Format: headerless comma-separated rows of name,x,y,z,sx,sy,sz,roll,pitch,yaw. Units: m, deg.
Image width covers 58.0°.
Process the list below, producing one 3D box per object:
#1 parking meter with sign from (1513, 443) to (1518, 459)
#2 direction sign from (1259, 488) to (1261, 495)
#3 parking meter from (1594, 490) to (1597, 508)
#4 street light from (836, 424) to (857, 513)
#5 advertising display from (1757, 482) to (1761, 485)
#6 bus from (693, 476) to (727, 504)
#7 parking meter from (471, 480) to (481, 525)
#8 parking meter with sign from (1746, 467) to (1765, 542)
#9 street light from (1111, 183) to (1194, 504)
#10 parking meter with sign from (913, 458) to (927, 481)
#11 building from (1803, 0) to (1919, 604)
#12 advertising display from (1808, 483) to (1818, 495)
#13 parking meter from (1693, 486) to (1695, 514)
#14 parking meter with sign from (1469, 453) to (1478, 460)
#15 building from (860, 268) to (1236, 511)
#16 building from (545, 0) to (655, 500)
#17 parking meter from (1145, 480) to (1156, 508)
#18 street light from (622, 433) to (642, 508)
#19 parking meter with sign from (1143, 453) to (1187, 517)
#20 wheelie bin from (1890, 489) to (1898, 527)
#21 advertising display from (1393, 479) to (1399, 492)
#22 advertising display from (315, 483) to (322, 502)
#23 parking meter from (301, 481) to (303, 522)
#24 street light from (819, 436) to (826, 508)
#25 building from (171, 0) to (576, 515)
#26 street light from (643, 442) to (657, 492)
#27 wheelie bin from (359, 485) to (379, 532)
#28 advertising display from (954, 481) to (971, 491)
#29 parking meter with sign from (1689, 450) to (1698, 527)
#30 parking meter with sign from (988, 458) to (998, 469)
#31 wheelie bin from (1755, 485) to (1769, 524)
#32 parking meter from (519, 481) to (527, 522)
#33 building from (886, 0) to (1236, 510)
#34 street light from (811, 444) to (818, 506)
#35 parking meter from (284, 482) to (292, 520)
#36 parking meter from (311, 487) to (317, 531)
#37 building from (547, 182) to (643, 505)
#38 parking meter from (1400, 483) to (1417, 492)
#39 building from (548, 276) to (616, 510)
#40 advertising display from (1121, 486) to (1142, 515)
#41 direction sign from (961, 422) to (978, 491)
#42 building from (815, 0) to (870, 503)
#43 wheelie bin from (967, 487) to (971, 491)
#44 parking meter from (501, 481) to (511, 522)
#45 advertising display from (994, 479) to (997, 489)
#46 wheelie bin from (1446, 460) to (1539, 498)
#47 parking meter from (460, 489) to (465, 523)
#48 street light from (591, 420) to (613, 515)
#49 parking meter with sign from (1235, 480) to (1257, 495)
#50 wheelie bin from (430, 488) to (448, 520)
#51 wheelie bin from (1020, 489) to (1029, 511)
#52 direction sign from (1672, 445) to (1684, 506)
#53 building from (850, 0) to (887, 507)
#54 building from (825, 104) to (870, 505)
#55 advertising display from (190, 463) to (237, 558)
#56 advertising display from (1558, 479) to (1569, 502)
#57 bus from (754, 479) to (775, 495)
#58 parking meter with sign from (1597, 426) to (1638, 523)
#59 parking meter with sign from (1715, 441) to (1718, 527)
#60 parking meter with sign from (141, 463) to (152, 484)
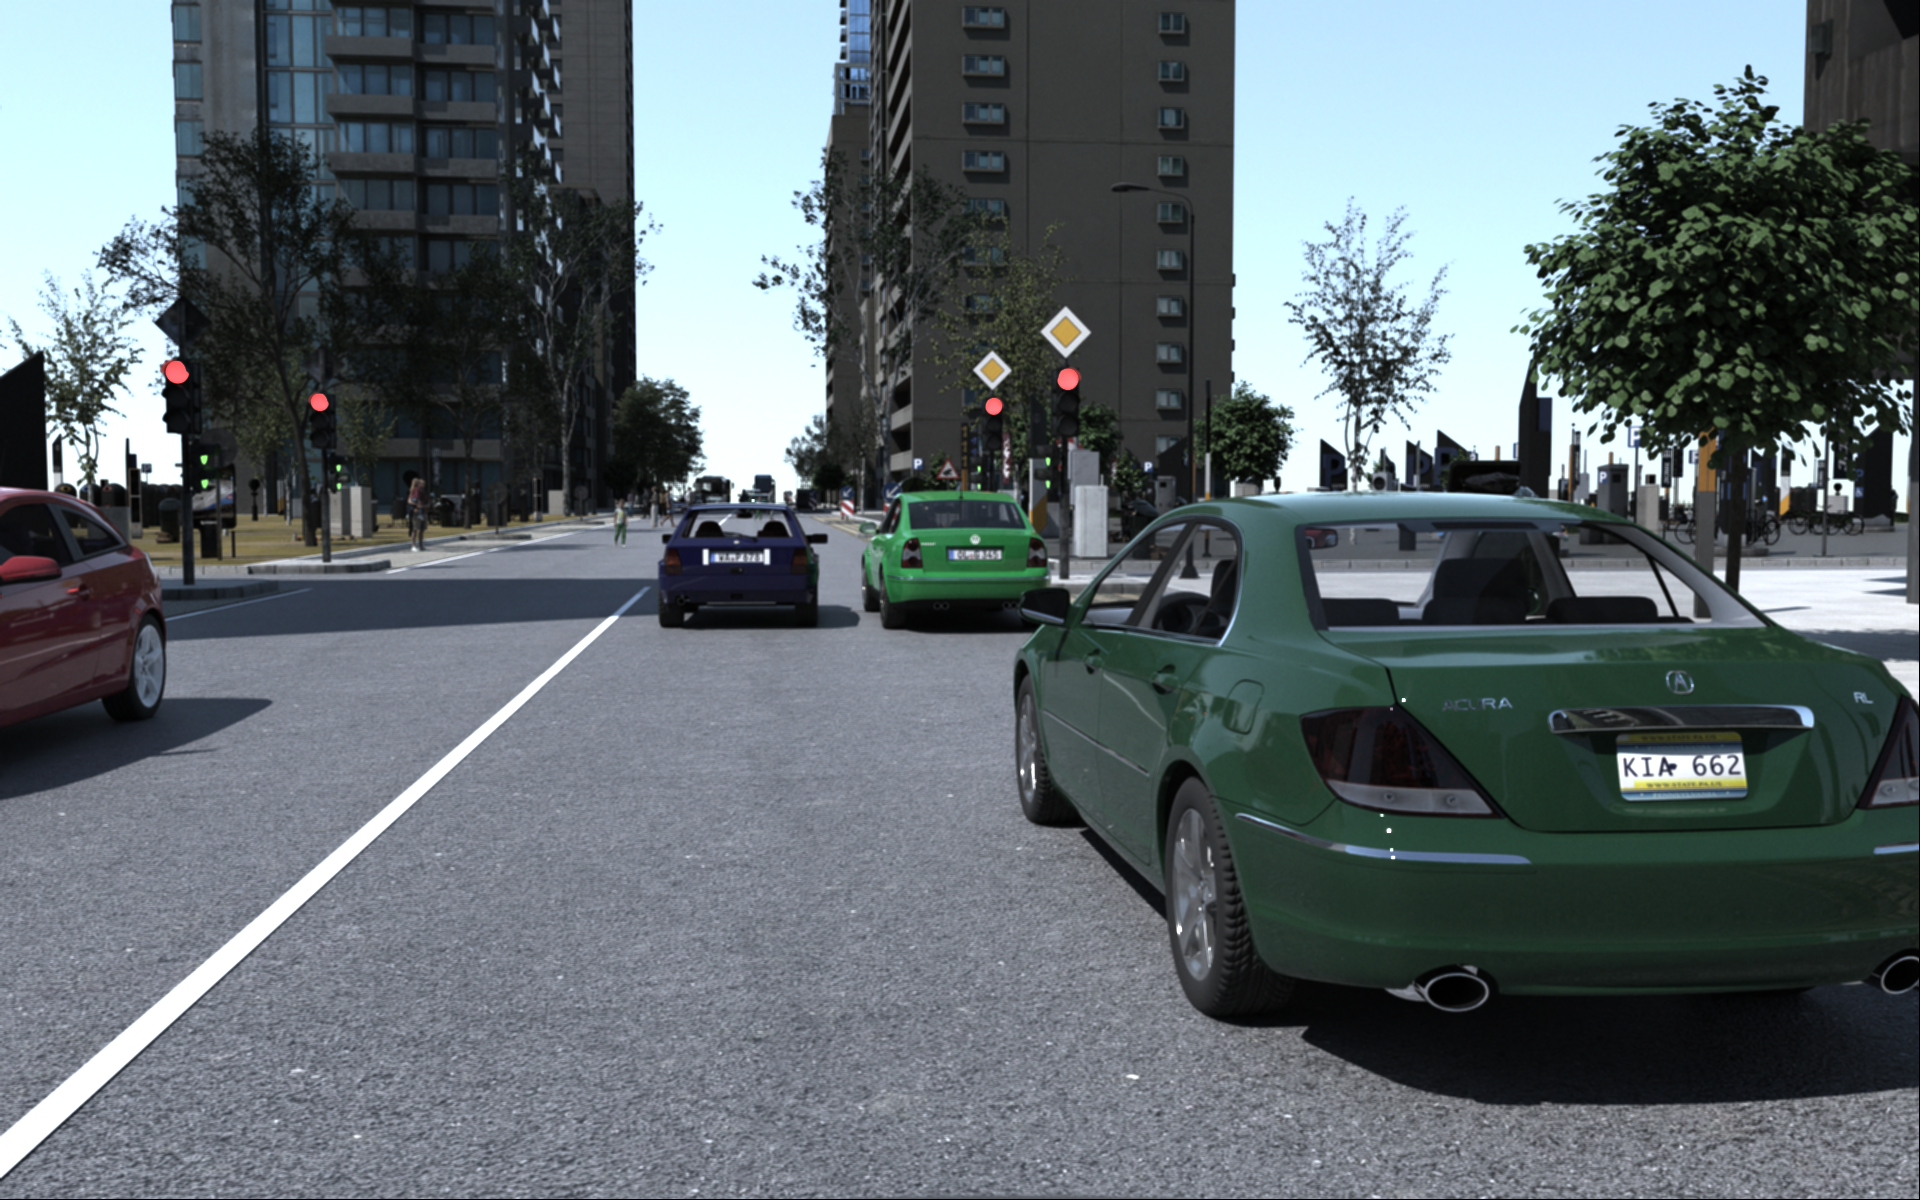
parking meter with sign,18.770,-3.777,58.016,0.543,3.016,1.738,1,4,19
direction sign,9.855,-3.969,56.886,0.379,3.537,0.876,1,4,20
parking meter,25.074,-3.640,67.918,0.372,1.533,0.369,0,3,0
street light,-7.531,-8.711,114.972,1.470,5.913,1.316,0,4,-7
advertising display,42.986,-5.365,92.930,0.974,1.923,0.123,-3,5,-43
bus,-24.061,-10.565,167.600,2.948,3.499,13.247,0,4,-6
parking meter,-20.375,-4.106,72.850,0.255,1.863,0.399,1,4,18
parking meter with sign,21.266,-3.093,46.823,0.543,3.016,1.738,2,4,33
street light,2.952,-3.276,26.105,1.470,5.913,1.316,0,4,-7
parking meter with sign,-1.700,-5.431,85.059,0.543,3.016,1.738,1,4,23
building,16.749,-15.011,17.132,14.160,30.474,14.107,0,4,-7
advertising display,49.790,-5.867,101.139,0.974,1.923,0.123,-3,5,-39
parking meter,46.001,-6.268,108.191,0.399,1.863,0.255,0,4,3
parking meter with sign,20.987,-4.712,73.304,1.738,3.016,0.543,-1,4,-15
building,6.148,-18.572,148.693,27.650,21.520,28.899,0,4,-7
building,-50.502,-48.074,224.261,20.563,71.187,20.611,0,4,-7
parking meter,7.927,-4.059,72.081,0.399,1.863,0.255,1,4,18
street light,-25.083,-9.719,131.449,1.470,5.913,1.316,0,4,-7
parking meter with sign,8.733,-4.712,73.304,1.738,3.016,0.543,2,4,27
wheelie bin,34.012,-3.410,63.668,0.980,1.594,0.693,-1,4,-19
advertising display,18.422,-4.213,74.089,0.974,1.923,0.123,-3,5,-41
advertising display,-36.301,-5.711,98.584,0.123,1.923,0.974,2,4,26
parking meter,-29.647,-4.459,78.613,0.255,1.863,0.399,2,4,24
street light,-10.321,-10.137,138.288,1.470,5.913,1.316,0,4,-7
building,-39.953,-30.623,120.292,23.786,49.044,30.456,0,4,-7
street light,-27.962,-11.130,154.518,1.470,5.913,1.316,0,4,-7
wheelie bin,-20.044,-3.081,58.285,0.693,1.594,0.980,1,4,13
advertising display,0.133,-4.924,85.728,0.974,1.923,0.123,-3,4,-37
parking meter with sign,29.024,-4.361,67.563,0.543,3.016,1.738,0,4,1
parking meter with sign,1.019,-5.229,81.757,0.543,3.016,1.738,3,5,43
wheelie bin,28.695,-3.339,62.497,0.693,1.594,0.980,-3,5,-42
parking meter,-19.853,-4.466,78.730,0.255,1.863,0.399,0,4,0
building,6.286,-30.454,121.622,21.300,48.544,21.600,0,4,-7
street light,-13.168,-11.564,161.608,1.470,5.913,1.316,0,4,-7
parking meter,-32.972,-4.849,84.994,0.255,1.863,0.399,0,4,3
parking meter,-22.458,-3.147,59.870,0.372,1.533,0.369,0,3,0
building,-53.905,-31.224,202.386,32.217,40.220,23.993,0,4,-7
parking meter,10.172,-1.891,39.331,0.372,1.533,0.369,0,3,0
building,-45.220,-18.673,150.337,27.650,21.520,28.899,0,4,-7
advertising display,7.689,-4.431,77.652,0.974,1.923,0.123,-1,4,-11
direction sign,0.295,-3.837,54.724,0.379,3.537,0.876,-2,4,-34
building,-9.527,-57.438,251.787,22.319,86.520,31.000,0,4,-7
wheelie bin,0.568,-4.408,79.979,0.693,1.594,0.980,-1,4,-18
parking meter,-20.541,-4.442,78.331,0.399,1.863,0.255,1,4,13
advertising display,1.160,-4.346,76.277,0.974,1.923,0.123,2,4,31
wheelie bin,4.944,-0.508,16.221,0.980,1.594,0.693,0,4,5
parking meter,-21.616,-4.110,75.609,0.372,1.533,0.369,0,3,0
street light,-22.348,-8.299,108.229,1.470,5.913,1.316,0,4,-7
parking meter with sign,14.413,-5.500,86.178,1.738,3.016,0.543,-1,4,-22
wheelie bin,-25.378,-4.676,84.369,0.980,1.594,0.693,-3,4,-36
wheelie bin,3.621,-5.616,99.737,0.693,1.594,0.980,-1,4,-17
direction sign,33.538,-5.441,80.959,0.876,3.537,0.379,-3,4,-38
building,-0.237,-44.835,171.302,20.563,71.187,20.611,0,4,-7
building,-5.432,-36.026,212.723,21.300,48.544,21.600,0,4,-7
advertising display,-15.009,-1.801,34.658,0.974,1.923,0.123,-1,4,-15
advertising display,25.529,-4.149,73.050,0.974,1.923,0.123,-3,5,-41
bus,-28.469,-15.961,252.514,2.896,3.916,12.252,-1,4,-9
parking meter with sign,16.591,-2.925,44.092,1.738,3.016,0.543,-2,4,-24
parking meter with sign,25.831,-3.744,57.470,1.738,3.016,0.543,-1,4,-13
parking meter with sign,-46.871,-6.291,99.117,1.738,3.016,0.543,3,5,42
